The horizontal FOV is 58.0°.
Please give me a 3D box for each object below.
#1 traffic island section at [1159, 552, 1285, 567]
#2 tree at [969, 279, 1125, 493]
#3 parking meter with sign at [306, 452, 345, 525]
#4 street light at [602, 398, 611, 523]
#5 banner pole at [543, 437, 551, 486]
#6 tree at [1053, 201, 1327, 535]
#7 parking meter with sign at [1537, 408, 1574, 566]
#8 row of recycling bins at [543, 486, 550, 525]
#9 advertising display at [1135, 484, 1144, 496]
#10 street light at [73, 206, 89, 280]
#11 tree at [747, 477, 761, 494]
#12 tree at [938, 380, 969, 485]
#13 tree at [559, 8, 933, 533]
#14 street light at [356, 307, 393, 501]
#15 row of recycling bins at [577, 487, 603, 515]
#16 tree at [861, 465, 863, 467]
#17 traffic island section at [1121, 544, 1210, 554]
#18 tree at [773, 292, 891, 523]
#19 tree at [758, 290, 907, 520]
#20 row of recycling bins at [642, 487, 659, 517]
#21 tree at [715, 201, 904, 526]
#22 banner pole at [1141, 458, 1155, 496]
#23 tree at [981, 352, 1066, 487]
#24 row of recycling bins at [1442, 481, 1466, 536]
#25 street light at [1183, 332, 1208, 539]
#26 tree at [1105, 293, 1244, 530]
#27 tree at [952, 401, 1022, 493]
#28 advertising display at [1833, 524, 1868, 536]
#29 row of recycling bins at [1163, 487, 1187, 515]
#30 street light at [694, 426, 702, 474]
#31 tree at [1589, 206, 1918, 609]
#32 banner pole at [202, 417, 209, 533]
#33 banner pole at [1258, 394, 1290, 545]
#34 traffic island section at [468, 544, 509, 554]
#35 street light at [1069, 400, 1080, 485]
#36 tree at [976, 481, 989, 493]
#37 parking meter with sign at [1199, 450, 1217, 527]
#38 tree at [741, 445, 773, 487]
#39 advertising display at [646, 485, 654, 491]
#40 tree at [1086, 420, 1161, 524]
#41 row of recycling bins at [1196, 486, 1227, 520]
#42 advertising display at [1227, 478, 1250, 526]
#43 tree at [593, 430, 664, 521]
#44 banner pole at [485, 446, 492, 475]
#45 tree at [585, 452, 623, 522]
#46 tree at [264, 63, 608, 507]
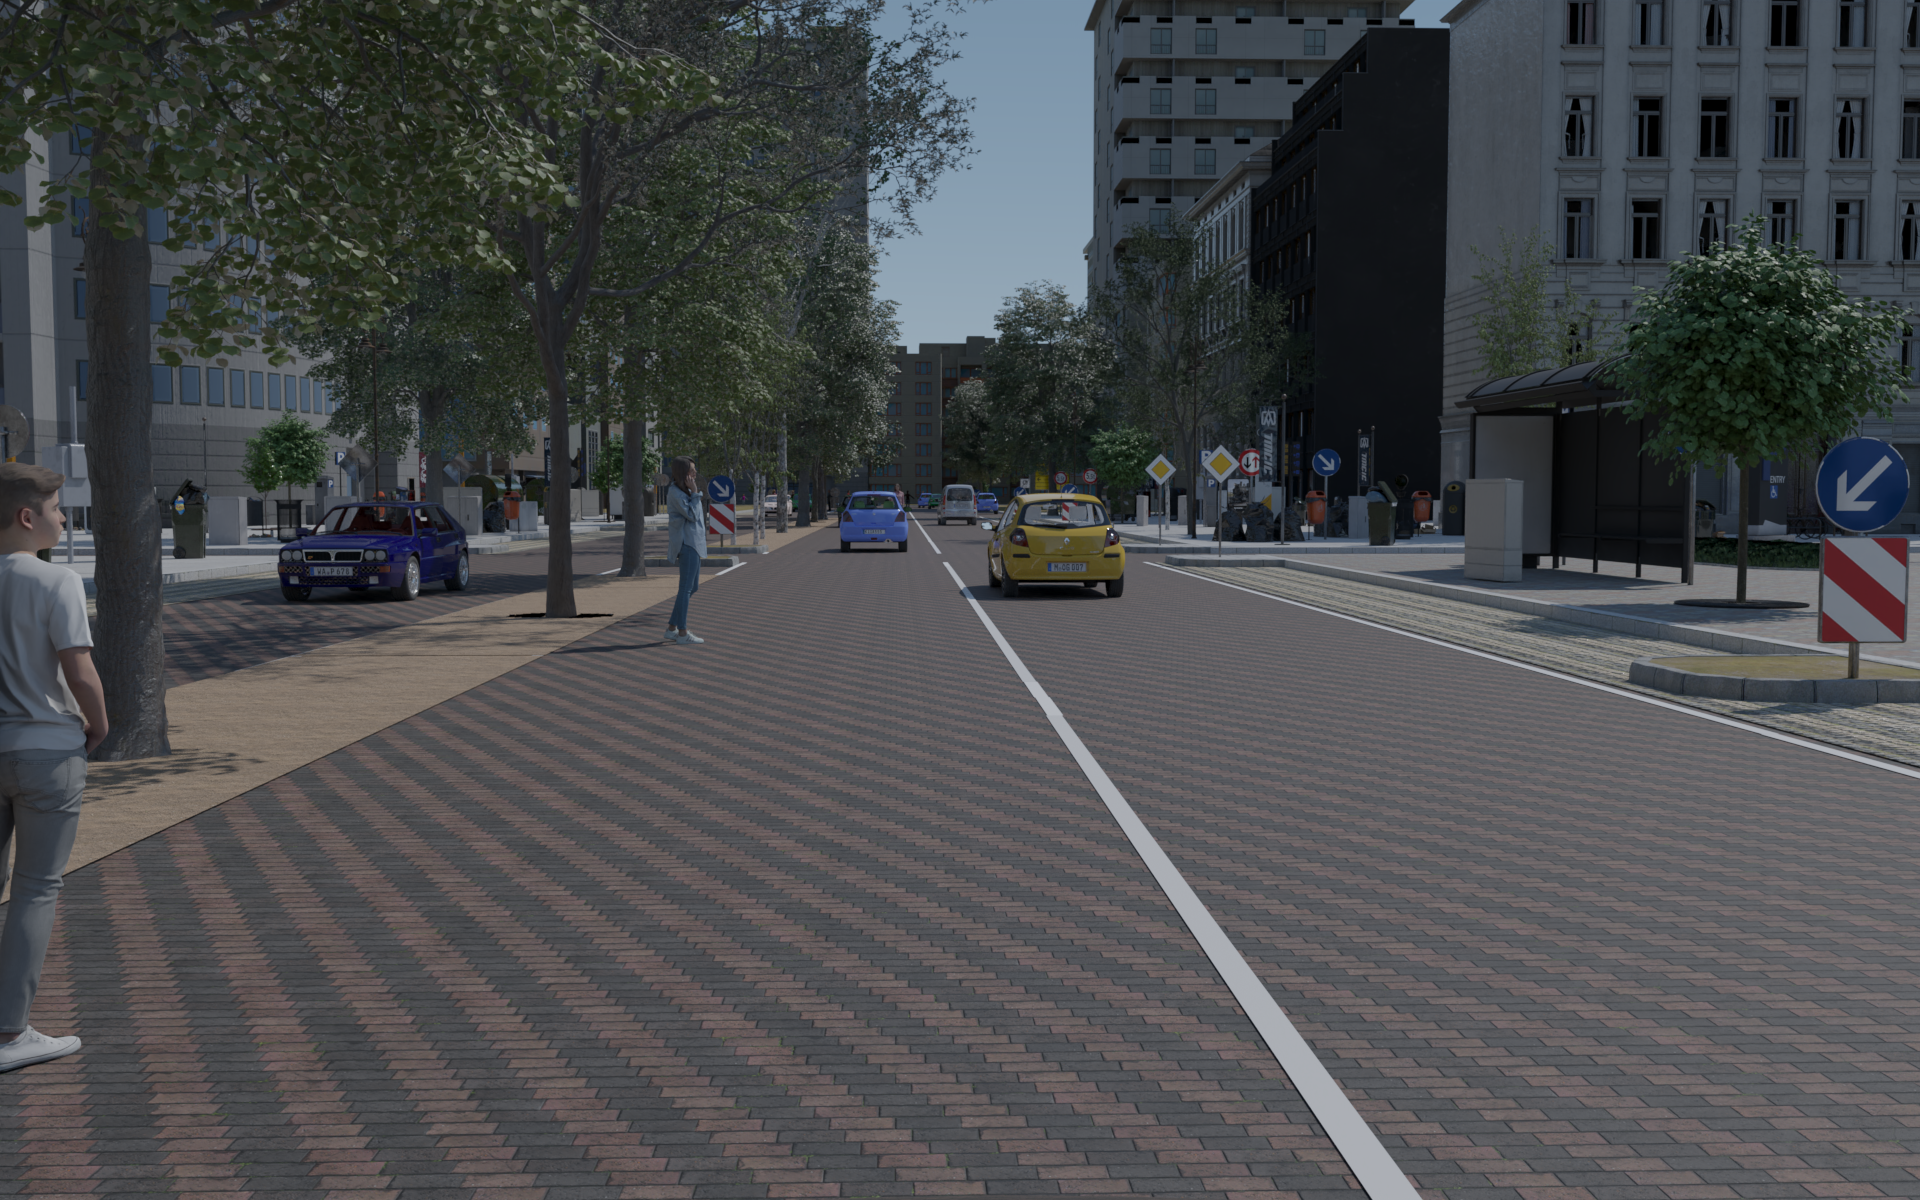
[{"bbox_3d":[5.290,-0.786,35.135,2.009,0.180,2.903,0,4,-2],"label":"traffic island section"},{"bbox_3d":[5.560,-11.963,102.253,9.857,13.997,8.962,0,3,0],"label":"tree"},{"bbox_3d":[-26.374,-4.624,71.858,1.738,3.016,0.543,1,4,19],"label":"parking meter with sign"},{"bbox_3d":[-15.594,-6.360,76.775,0.468,5.910,1.993,0,4,-2],"label":"street light"},{"bbox_3d":[-15.716,-4.719,67.173,0.863,3.779,0.401,0,4,-8],"label":"banner pole"},{"bbox_3d":[7.312,-7.356,54.675,8.767,10.594,7.601,0,4,-4],"label":"tree"},{"bbox_3d":[10.056,-2.134,31.156,1.738,3.016,0.543,0,4,3],"label":"parking meter with sign"},{"bbox_3d":[-16.836,-3.990,72.345,1.069,1.692,3.534,-1,4,-16],"label":"row of recycling bins"},{"bbox_3d":[11.228,-6.304,108.291,0.123,1.923,0.974,3,4,38],"label":"advertising display"},{"bbox_3d":[-13.758,-3.386,28.147,0.468,5.910,1.993,0,4,-2],"label":"street light"},{"bbox_3d":[-20.075,-10.798,171.153,1.663,3.219,1.824,0,3,0],"label":"tree"},{"bbox_3d":[2.204,-17.097,186.195,9.857,13.997,8.962,0,3,0],"label":"tree"},{"bbox_3d":[-7.777,-12.566,63.799,12.611,20.169,13.585,0,3,0],"label":"tree"},{"bbox_3d":[-14.344,-4.265,42.527,0.468,5.910,1.993,0,4,-2],"label":"street light"},{"bbox_3d":[-23.519,-6.026,105.633,3.534,1.692,1.069,0,4,-1],"label":"row of recycling bins"},{"bbox_3d":[-8.380,-11.278,104.972,7.486,12.596,7.792,0,3,0],"label":"tree"},{"bbox_3d":[5.000,-1.274,43.115,2.009,0.180,2.903,0,4,-2],"label":"traffic island section"},{"bbox_3d":[-7.204,-9.684,86.547,9.928,11.665,9.643,0,3,0],"label":"tree"},{"bbox_3d":[-7.776,-10.819,96.351,9.611,12.733,9.660,0,3,0],"label":"tree"},{"bbox_3d":[-20.306,-6.477,113.015,1.069,1.692,3.534,0,4,-3],"label":"row of recycling bins"},{"bbox_3d":[-6.932,-10.210,76.042,9.857,13.997,8.962,0,3,0],"label":"tree"},{"bbox_3d":[11.439,-7.036,105.052,0.863,3.779,0.401,-1,4,-13],"label":"banner pole"},{"bbox_3d":[5.198,-13.277,135.198,7.486,12.596,7.792,0,3,0],"label":"tree"},{"bbox_3d":[16.120,-2.780,52.560,1.069,1.692,3.534,-2,4,-33],"label":"row of recycling bins"},{"bbox_3d":[6.737,-4.702,49.658,0.468,5.910,1.993,0,4,-2],"label":"street light"},{"bbox_3d":[7.346,-6.812,61.733,4.360,8.622,3.978,0,3,0],"label":"tree"},{"bbox_3d":[3.063,-13.746,159.155,8.767,10.594,7.601,2,4,34],"label":"tree"},{"bbox_3d":[23.567,-2.482,45.787,0.974,1.923,0.123,0,4,1],"label":"advertising display"},{"bbox_3d":[13.102,-6.015,105.464,1.069,1.692,3.534,1,4,21],"label":"row of recycling bins"},{"bbox_3d":[-16.702,-8.445,110.860,0.468,5.910,1.993,0,4,-2],"label":"street light"},{"bbox_3d":[8.974,-2.216,19.952,4.285,4.588,4.351,0,3,0],"label":"tree"},{"bbox_3d":[-24.575,-4.061,56.407,0.401,3.779,0.863,-1,4,-22],"label":"banner pole"},{"bbox_3d":[7.892,-3.271,43.499,0.863,3.779,0.401,0,4,-6],"label":"banner pole"},{"bbox_3d":[-12.280,-1.236,42.493,2.009,0.180,2.903,0,4,-2],"label":"traffic island section"},{"bbox_3d":[5.548,-6.786,83.740,0.468,5.910,1.993,0,4,-2],"label":"street light"},{"bbox_3d":[2.513,-12.231,194.582,1.663,3.219,1.824,0,3,0],"label":"tree"},{"bbox_3d":[9.766,-4.379,67.851,0.543,3.016,1.738,0,4,-1],"label":"parking meter with sign"},{"bbox_3d":[-19.963,-14.877,177.645,8.767,10.594,7.601,3,4,38],"label":"tree"},{"bbox_3d":[-19.688,-6.385,109.608,0.974,1.923,0.123,-2,4,-30],"label":"advertising display"},{"bbox_3d":[7.132,-5.599,75.257,4.285,4.588,4.351,0,3,0],"label":"tree"},{"bbox_3d":[13.131,-4.923,87.602,1.069,1.692,3.534,3,4,38],"label":"row of recycling bins"},{"bbox_3d":[11.350,-3.999,70.595,0.974,1.923,0.123,2,4,30],"label":"advertising display"},{"bbox_3d":[-15.903,-6.072,82.995,4.285,4.588,4.351,0,3,0],"label":"tree"},{"bbox_3d":[-24.334,-6.075,89.336,0.401,3.779,0.863,-3,5,-42],"label":"banner pole"},{"bbox_3d":[-16.197,-5.187,79.416,1.663,3.219,1.824,0,3,0],"label":"tree"},{"bbox_3d":[-15.286,-8.795,50.460,9.857,13.997,8.962,0,3,0],"label":"tree"}]
